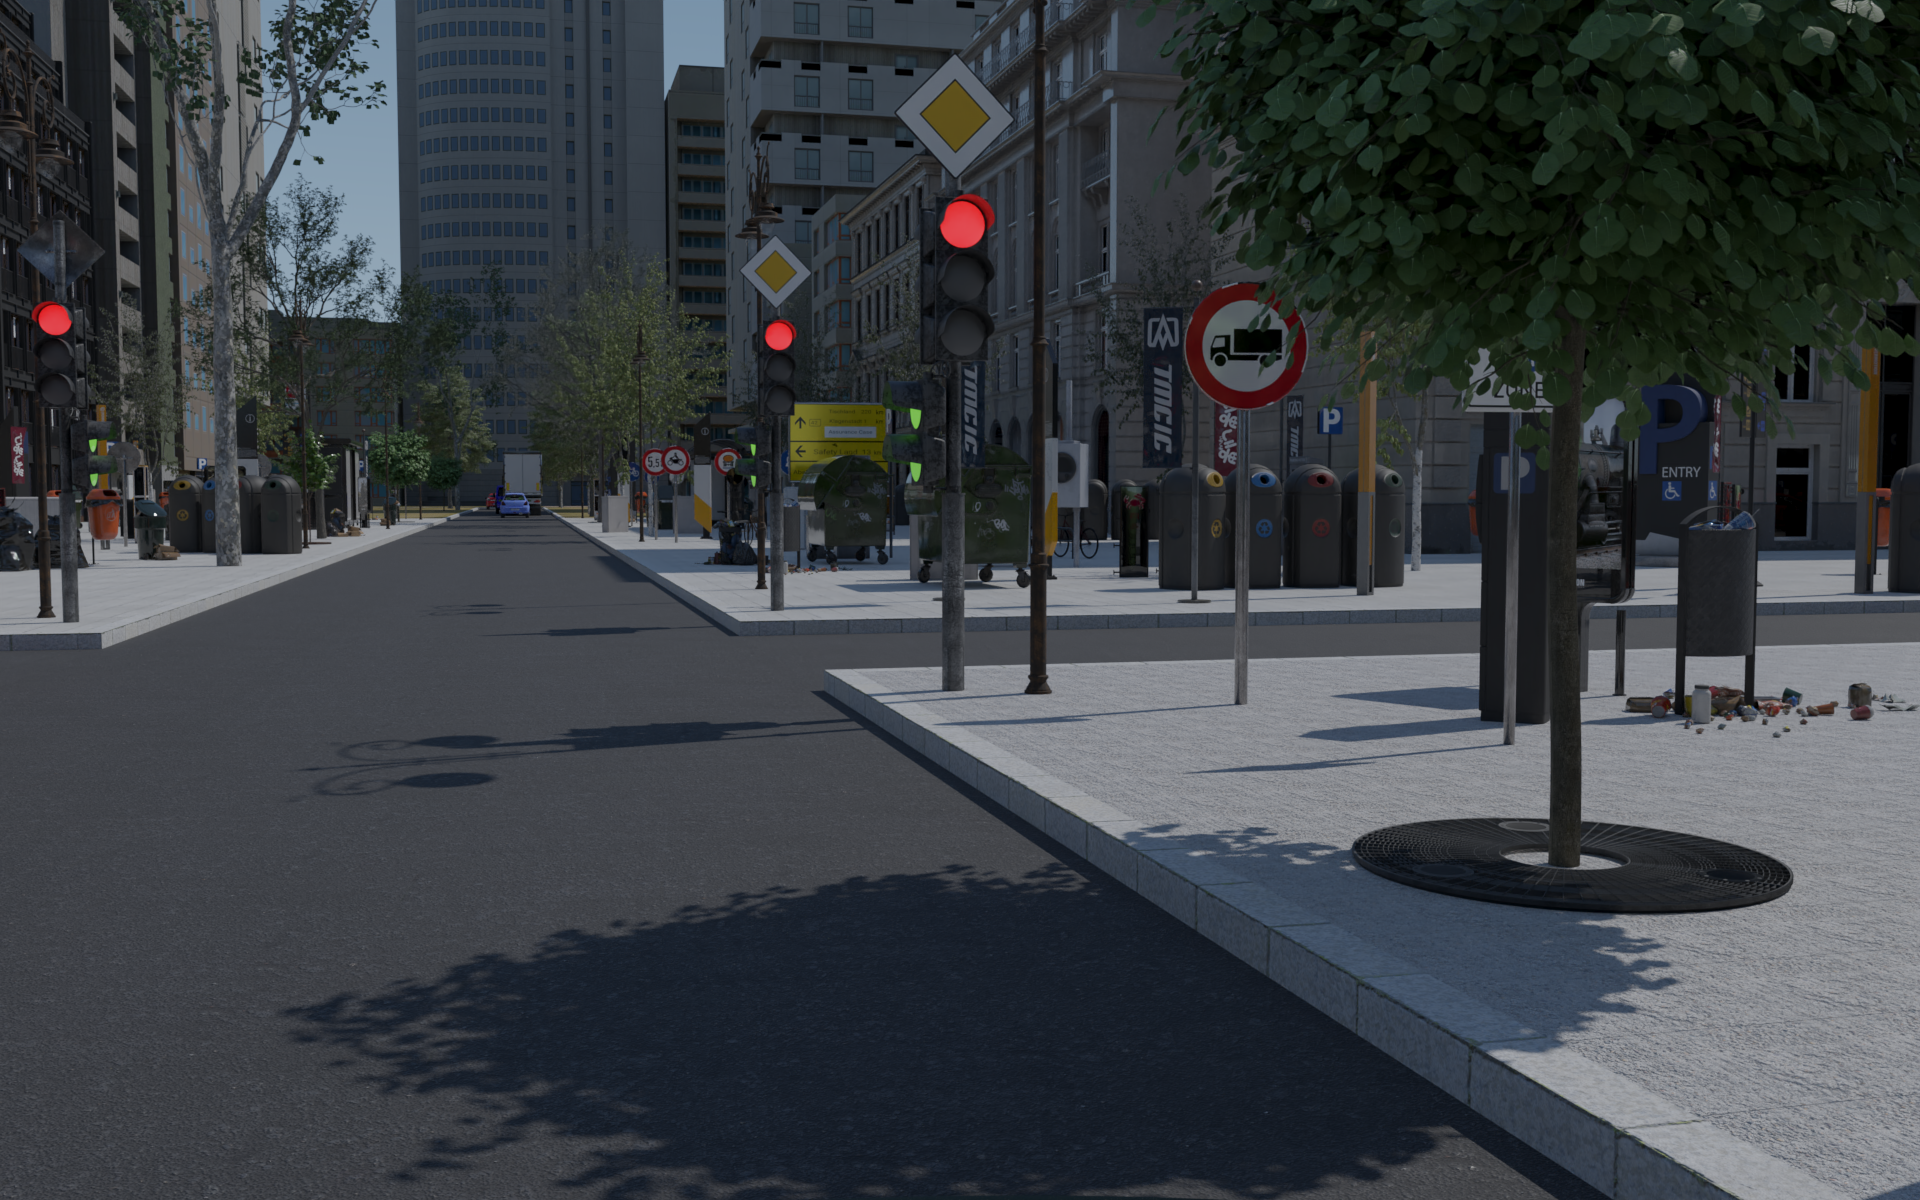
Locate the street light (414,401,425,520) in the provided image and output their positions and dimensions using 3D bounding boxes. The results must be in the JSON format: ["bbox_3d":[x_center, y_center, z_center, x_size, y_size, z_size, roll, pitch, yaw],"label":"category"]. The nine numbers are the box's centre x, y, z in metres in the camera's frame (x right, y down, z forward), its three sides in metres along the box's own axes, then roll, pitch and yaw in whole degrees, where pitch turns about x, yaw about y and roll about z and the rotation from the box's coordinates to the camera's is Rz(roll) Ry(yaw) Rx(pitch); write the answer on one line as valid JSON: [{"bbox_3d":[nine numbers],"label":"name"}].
[{"bbox_3d":[-26.881,-6.933,86.149,0.468,5.910,1.993,-1,4,-14],"label":"street light"}]

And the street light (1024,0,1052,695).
[{"bbox_3d":[0.503,-2.336,10.981,0.468,5.910,1.993,-1,4,-14],"label":"street light"}]

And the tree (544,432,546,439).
[{"bbox_3d":[-36.148,-12.687,157.787,4.360,8.622,3.978,0,3,0],"label":"tree"}]

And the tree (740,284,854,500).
[{"bbox_3d":[-5.244,-6.787,61.334,4.360,8.622,3.978,0,3,0],"label":"tree"}]

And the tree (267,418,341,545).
[{"bbox_3d":[-16.503,-3.026,44.070,1.663,3.219,1.824,0,3,0],"label":"tree"}]

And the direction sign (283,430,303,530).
[{"bbox_3d":[-23.338,-4.218,60.962,0.876,3.537,0.379,-1,4,-14],"label":"direction sign"}]

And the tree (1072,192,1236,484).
[{"bbox_3d":[4.950,-5.579,41.581,4.360,8.622,3.978,0,3,0],"label":"tree"}]

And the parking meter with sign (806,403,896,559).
[{"bbox_3d":[-2.178,-2.335,34.434,1.738,3.016,0.543,-1,4,-16],"label":"parking meter with sign"}]

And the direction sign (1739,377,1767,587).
[{"bbox_3d":[10.984,-1.959,24.022,0.379,3.537,0.876,3,5,45],"label":"direction sign"}]

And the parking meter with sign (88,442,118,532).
[{"bbox_3d":[-28.799,-3.781,58.082,1.738,3.016,0.543,3,5,44],"label":"parking meter with sign"}]

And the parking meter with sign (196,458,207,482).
[{"bbox_3d":[-36.017,-5.346,83.672,1.738,3.016,0.543,2,4,27],"label":"parking meter with sign"}]

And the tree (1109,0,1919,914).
[{"bbox_3d":[2.163,-1.357,5.904,4.285,4.588,4.351,0,3,0],"label":"tree"}]

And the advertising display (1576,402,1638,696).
[{"bbox_3d":[3.925,-0.372,11.301,0.123,1.923,0.974,-3,5,-40],"label":"advertising display"}]

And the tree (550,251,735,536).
[{"bbox_3d":[-9.274,-6.253,52.607,4.737,8.622,4.395,0,3,0],"label":"tree"}]

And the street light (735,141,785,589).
[{"bbox_3d":[-2.678,-3.082,23.185,0.468,5.910,1.993,-1,4,-14],"label":"street light"}]

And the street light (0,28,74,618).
[{"bbox_3d":[-9.489,-2.753,17.807,0.468,5.910,1.993,-1,4,-14],"label":"street light"}]

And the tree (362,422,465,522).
[{"bbox_3d":[-25.548,-5.815,78.790,4.285,4.588,4.351,0,3,0],"label":"tree"}]

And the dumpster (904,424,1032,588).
[{"bbox_3d":[0.156,-1.330,24.235,1.502,2.255,1.985,-1,4,-14],"label":"dumpster"}]

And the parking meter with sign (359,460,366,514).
[{"bbox_3d":[-30.882,-5.653,88.694,0.543,3.016,1.738,0,4,-2],"label":"parking meter with sign"}]

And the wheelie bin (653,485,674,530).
[{"bbox_3d":[-10.715,-3.345,62.605,0.980,1.594,0.693,-2,4,-28],"label":"wheelie bin"}]

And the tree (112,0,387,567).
[{"bbox_3d":[-11.537,-10.664,30.241,12.611,20.169,13.585,0,3,0],"label":"tree"}]

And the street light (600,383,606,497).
[{"bbox_3d":[-14.183,-5.871,68.784,0.468,5.910,1.993,-1,4,-14],"label":"street light"}]

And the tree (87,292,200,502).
[{"bbox_3d":[-29.551,-6.886,62.955,4.360,8.622,3.978,0,3,0],"label":"tree"}]

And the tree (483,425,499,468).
[{"bbox_3d":[-47.743,-14.110,165.117,8.767,10.594,7.601,0,4,5],"label":"tree"}]

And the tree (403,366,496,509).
[{"bbox_3d":[-44.730,-14.303,151.981,7.486,12.596,7.792,0,3,0],"label":"tree"}]

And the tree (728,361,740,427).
[{"bbox_3d":[-8.980,-8.120,83.127,4.360,8.622,3.978,0,3,0],"label":"tree"}]

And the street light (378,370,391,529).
[{"bbox_3d":[-20.894,-5.523,63.084,0.468,5.910,1.993,-1,4,-14],"label":"street light"}]

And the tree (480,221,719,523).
[{"bbox_3d":[-15.963,-10.212,77.333,12.009,13.543,11.850,0,3,0],"label":"tree"}]

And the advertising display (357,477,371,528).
[{"bbox_3d":[-22.419,-3.667,65.175,0.123,1.923,0.974,-3,5,-39],"label":"advertising display"}]

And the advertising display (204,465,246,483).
[{"bbox_3d":[-16.679,-2.089,39.361,0.123,1.923,0.974,2,4,35],"label":"advertising display"}]

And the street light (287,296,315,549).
[{"bbox_3d":[-15.390,-4.146,40.571,0.468,5.910,1.993,-1,4,-14],"label":"street light"}]

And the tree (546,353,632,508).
[{"bbox_3d":[-18.646,-8.430,88.187,4.360,8.622,3.978,0,3,0],"label":"tree"}]

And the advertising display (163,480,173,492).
[{"bbox_3d":[-37.061,-4.644,81.140,0.974,1.923,0.123,3,5,44],"label":"advertising display"}]

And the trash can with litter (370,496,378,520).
[{"bbox_3d":[-29.732,-4.571,85.798,2.233,1.210,1.678,0,4,-5],"label":"trash can with litter"}]

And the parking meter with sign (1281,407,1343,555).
[{"bbox_3d":[7.103,-2.397,35.453,0.543,3.016,1.738,-1,4,-21],"label":"parking meter with sign"}]

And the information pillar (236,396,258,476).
[{"bbox_3d":[-16.862,-3.038,41.025,0.504,3.616,0.183,-1,4,-19],"label":"information pillar"}]

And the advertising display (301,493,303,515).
[{"bbox_3d":[-22.324,-3.218,57.826,0.974,1.923,0.123,0,4,6],"label":"advertising display"}]

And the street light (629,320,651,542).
[{"bbox_3d":[-8.540,-4.497,46.306,0.468,5.910,1.993,-1,4,-14],"label":"street light"}]

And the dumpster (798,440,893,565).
[{"bbox_3d":[-2.116,-1.808,32.062,1.502,2.255,1.985,-1,4,-14],"label":"dumpster"}]

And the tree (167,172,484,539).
[{"bbox_3d":[-18.387,-7.053,49.723,8.767,10.594,7.601,-1,4,-15],"label":"tree"}]

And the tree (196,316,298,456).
[{"bbox_3d":[-29.713,-7.487,72.770,4.737,8.622,4.395,0,3,0],"label":"tree"}]

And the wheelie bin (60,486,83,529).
[{"bbox_3d":[-32.735,-3.406,63.604,0.693,1.594,0.980,1,4,13],"label":"wheelie bin"}]

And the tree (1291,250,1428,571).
[{"bbox_3d":[7.407,-4.797,28.796,4.737,8.622,4.395,0,3,0],"label":"tree"}]

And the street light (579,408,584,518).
[{"bbox_3d":[-19.920,-7.245,91.244,0.468,5.910,1.993,-1,4,-14],"label":"street light"}]

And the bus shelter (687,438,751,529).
[{"bbox_3d":[-9.249,-4.385,65.624,2.014,3.302,5.546,-1,4,-14],"label":"bus shelter"}]

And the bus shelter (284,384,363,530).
[{"bbox_3d":[-24.187,-5.404,65.993,2.179,5.291,8.768,-1,4,-14],"label":"bus shelter"}]

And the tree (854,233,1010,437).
[{"bbox_3d":[-0.757,-6.001,48.478,4.360,8.622,3.978,0,3,0],"label":"tree"}]

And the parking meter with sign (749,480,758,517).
[{"bbox_3d":[-11.011,-5.932,93.250,0.543,3.016,1.738,-3,5,-43],"label":"parking meter with sign"}]

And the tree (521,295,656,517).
[{"bbox_3d":[-20.427,-10.967,97.433,7.486,12.596,7.792,0,3,0],"label":"tree"}]
